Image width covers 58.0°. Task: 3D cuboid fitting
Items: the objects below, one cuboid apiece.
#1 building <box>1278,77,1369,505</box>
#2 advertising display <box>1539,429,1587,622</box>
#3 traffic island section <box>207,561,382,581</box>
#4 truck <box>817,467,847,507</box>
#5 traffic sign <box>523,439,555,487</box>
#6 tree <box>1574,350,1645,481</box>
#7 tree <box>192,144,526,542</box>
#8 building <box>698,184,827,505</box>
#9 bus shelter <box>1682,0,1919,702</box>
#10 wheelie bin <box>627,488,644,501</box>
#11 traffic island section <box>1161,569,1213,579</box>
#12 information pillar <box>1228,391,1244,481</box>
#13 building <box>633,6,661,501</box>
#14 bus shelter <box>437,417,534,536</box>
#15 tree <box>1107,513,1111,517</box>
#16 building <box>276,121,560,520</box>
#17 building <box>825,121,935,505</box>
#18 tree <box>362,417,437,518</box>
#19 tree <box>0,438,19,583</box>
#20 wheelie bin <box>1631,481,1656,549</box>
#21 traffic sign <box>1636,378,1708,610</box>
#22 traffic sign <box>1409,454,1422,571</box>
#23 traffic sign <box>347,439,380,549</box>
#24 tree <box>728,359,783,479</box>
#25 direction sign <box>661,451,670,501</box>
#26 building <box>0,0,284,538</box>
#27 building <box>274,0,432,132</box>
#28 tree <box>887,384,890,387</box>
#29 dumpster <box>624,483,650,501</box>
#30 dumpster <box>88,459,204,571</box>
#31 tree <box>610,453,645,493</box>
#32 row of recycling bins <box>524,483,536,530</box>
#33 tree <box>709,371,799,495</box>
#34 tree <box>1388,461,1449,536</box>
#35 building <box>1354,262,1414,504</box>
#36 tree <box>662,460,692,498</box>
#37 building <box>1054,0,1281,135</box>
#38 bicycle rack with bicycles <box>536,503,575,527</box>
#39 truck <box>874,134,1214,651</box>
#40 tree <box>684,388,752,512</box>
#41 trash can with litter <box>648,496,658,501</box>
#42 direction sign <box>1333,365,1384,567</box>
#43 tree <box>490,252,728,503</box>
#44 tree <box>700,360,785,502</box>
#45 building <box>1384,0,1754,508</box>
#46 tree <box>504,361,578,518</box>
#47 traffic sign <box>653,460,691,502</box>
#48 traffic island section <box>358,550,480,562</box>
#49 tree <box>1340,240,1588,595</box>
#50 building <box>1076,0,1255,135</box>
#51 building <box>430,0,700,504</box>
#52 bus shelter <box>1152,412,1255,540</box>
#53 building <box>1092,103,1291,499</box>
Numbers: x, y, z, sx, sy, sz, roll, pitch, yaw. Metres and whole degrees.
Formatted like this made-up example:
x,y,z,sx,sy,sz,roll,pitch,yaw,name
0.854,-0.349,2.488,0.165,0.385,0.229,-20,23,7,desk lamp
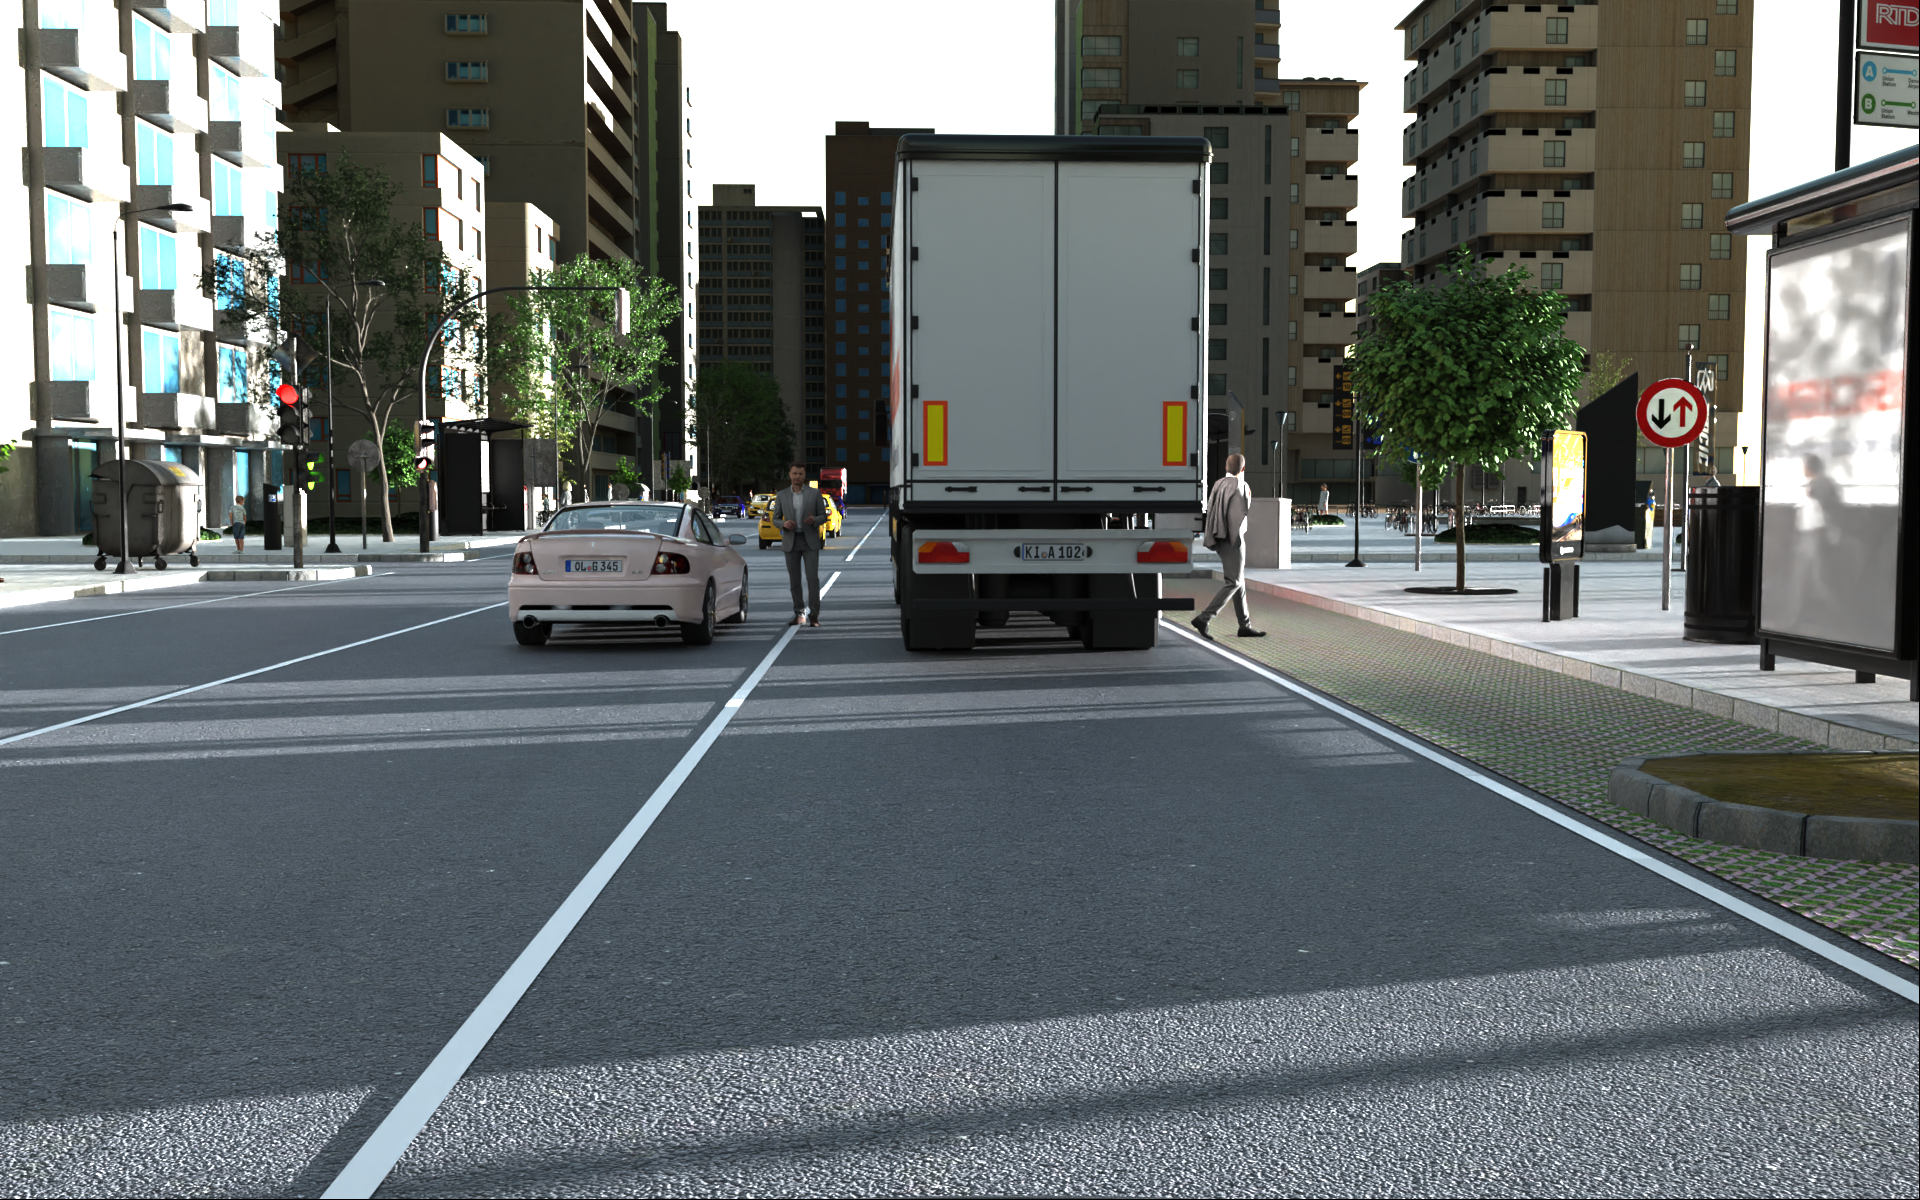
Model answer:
x,y,z,sx,sy,sz,roll,pitch,yaw,name
36.189,-38.567,219.810,27.495,52.752,28.713,0,4,-2,building
6.142,-0.760,17.644,0.123,1.923,0.974,3,4,39,advertising display
-11.512,-0.478,30.093,2.009,0.180,2.903,0,4,-2,traffic island section
-13.247,-11.758,181.160,2.839,4.237,11.283,0,4,-2,truck
-15.959,-4.258,63.485,2.265,3.308,0.079,0,4,0,traffic sign
32.934,-8.391,87.557,4.737,8.622,4.395,0,3,0,tree
-15.533,-6.840,46.248,7.601,10.594,8.767,3,5,41,tree
-28.525,-32.288,219.789,23.993,40.220,32.217,0,4,-2,building
6.677,-2.044,11.052,2.179,5.291,8.768,0,4,-2,bus shelter
-15.972,-4.722,85.110,0.980,1.594,0.693,1,4,12,wheelie bin
3.221,-0.508,30.592,2.009,0.180,2.903,0,4,-2,traffic island section
6.245,-2.930,39.266,0.183,3.616,0.504,-2,4,-29,information pillar
-32.463,-27.952,140.611,14.154,41.232,14.086,0,4,-2,building
-15.246,-3.957,55.985,1.731,3.624,6.357,0,4,-2,bus shelter
10.018,-9.792,110.462,4.737,8.622,4.395,0,3,0,tree
-39.082,-15.411,97.004,27.650,21.520,28.899,0,4,-2,building
-8.936,-34.334,211.463,14.200,45.320,14.600,0,4,-2,building
-23.908,-5.490,73.472,4.285,4.588,4.351,0,3,0,tree
-14.373,-1.865,25.086,1.663,3.219,1.824,0,3,0,tree
15.876,-2.003,40.662,0.980,1.594,0.693,3,5,43,wheelie bin
7.800,-1.160,19.066,0.768,2.556,0.104,0,4,5,traffic sign
7.643,-1.758,28.850,0.768,2.556,0.104,0,4,6,traffic sign
-13.849,-2.453,40.218,0.768,2.556,0.104,0,4,1,traffic sign
-17.433,-12.469,129.626,9.928,11.665,9.643,0,3,0,tree
-15.693,-6.140,92.382,0.379,3.537,0.876,-3,5,-40,direction sign
-37.651,-26.849,58.584,23.786,49.044,30.456,0,4,-2,building
-35.320,-30.506,122.470,21.300,48.544,21.600,0,4,-2,building
-1.214,-20.323,188.173,12.611,20.169,13.585,0,3,0,tree
-16.513,-5.034,88.060,1.264,1.857,1.865,0,4,-2,dumpster
-13.926,-1.461,29.653,1.264,1.857,1.865,0,4,-2,dumpster
-15.832,-5.306,81.356,1.663,3.219,1.824,0,3,0,tree
-15.931,-3.331,61.571,1.069,1.692,3.534,0,4,2,row of recycling bins
-18.842,-14.839,159.621,9.611,12.733,9.660,0,3,0,tree
14.222,-3.564,52.866,1.663,3.219,1.824,0,3,0,tree
57.271,-27.049,213.950,14.107,30.474,14.160,0,4,-2,building
-16.178,-6.453,100.113,1.663,3.219,1.824,0,3,0,tree
19.600,-38.250,167.382,21.231,58.520,28.212,0,4,-2,building
-15.940,-3.337,67.940,2.852,0.926,2.925,-2,4,-31,bicycle rack with bicycles
0.467,-1.850,19.155,2.839,4.237,11.283,0,4,-3,truck
-16.671,-10.279,118.420,4.360,8.622,3.978,0,3,0,tree
-16.974,-5.064,94.190,1.055,1.170,0.624,-2,4,-34,trash can with litter
6.996,-2.352,30.458,0.876,3.537,0.379,0,4,7,direction sign
-15.877,-9.019,73.217,9.928,11.665,9.643,0,3,0,tree
-18.484,-14.009,147.167,7.486,12.596,7.792,0,3,0,tree
57.353,-35.418,168.317,27.495,52.752,28.713,0,4,-2,building
-21.600,-8.569,90.473,4.737,8.622,4.395,0,3,0,tree
-17.293,-6.735,103.989,2.265,3.308,0.079,0,4,1,traffic sign
-11.786,-0.966,38.074,2.009,0.180,2.903,0,4,-2,traffic island section
6.598,-2.382,22.662,4.285,4.588,4.351,0,3,0,tree
16.542,-28.288,146.105,14.154,41.232,14.086,0,4,-2,building
-37.325,-33.353,169.019,21.600,48.544,21.300,0,4,-2,building
6.217,-3.166,45.684,2.014,3.302,5.546,0,4,-2,bus shelter
16.759,-22.034,131.964,14.160,30.474,14.107,0,4,-2,building
